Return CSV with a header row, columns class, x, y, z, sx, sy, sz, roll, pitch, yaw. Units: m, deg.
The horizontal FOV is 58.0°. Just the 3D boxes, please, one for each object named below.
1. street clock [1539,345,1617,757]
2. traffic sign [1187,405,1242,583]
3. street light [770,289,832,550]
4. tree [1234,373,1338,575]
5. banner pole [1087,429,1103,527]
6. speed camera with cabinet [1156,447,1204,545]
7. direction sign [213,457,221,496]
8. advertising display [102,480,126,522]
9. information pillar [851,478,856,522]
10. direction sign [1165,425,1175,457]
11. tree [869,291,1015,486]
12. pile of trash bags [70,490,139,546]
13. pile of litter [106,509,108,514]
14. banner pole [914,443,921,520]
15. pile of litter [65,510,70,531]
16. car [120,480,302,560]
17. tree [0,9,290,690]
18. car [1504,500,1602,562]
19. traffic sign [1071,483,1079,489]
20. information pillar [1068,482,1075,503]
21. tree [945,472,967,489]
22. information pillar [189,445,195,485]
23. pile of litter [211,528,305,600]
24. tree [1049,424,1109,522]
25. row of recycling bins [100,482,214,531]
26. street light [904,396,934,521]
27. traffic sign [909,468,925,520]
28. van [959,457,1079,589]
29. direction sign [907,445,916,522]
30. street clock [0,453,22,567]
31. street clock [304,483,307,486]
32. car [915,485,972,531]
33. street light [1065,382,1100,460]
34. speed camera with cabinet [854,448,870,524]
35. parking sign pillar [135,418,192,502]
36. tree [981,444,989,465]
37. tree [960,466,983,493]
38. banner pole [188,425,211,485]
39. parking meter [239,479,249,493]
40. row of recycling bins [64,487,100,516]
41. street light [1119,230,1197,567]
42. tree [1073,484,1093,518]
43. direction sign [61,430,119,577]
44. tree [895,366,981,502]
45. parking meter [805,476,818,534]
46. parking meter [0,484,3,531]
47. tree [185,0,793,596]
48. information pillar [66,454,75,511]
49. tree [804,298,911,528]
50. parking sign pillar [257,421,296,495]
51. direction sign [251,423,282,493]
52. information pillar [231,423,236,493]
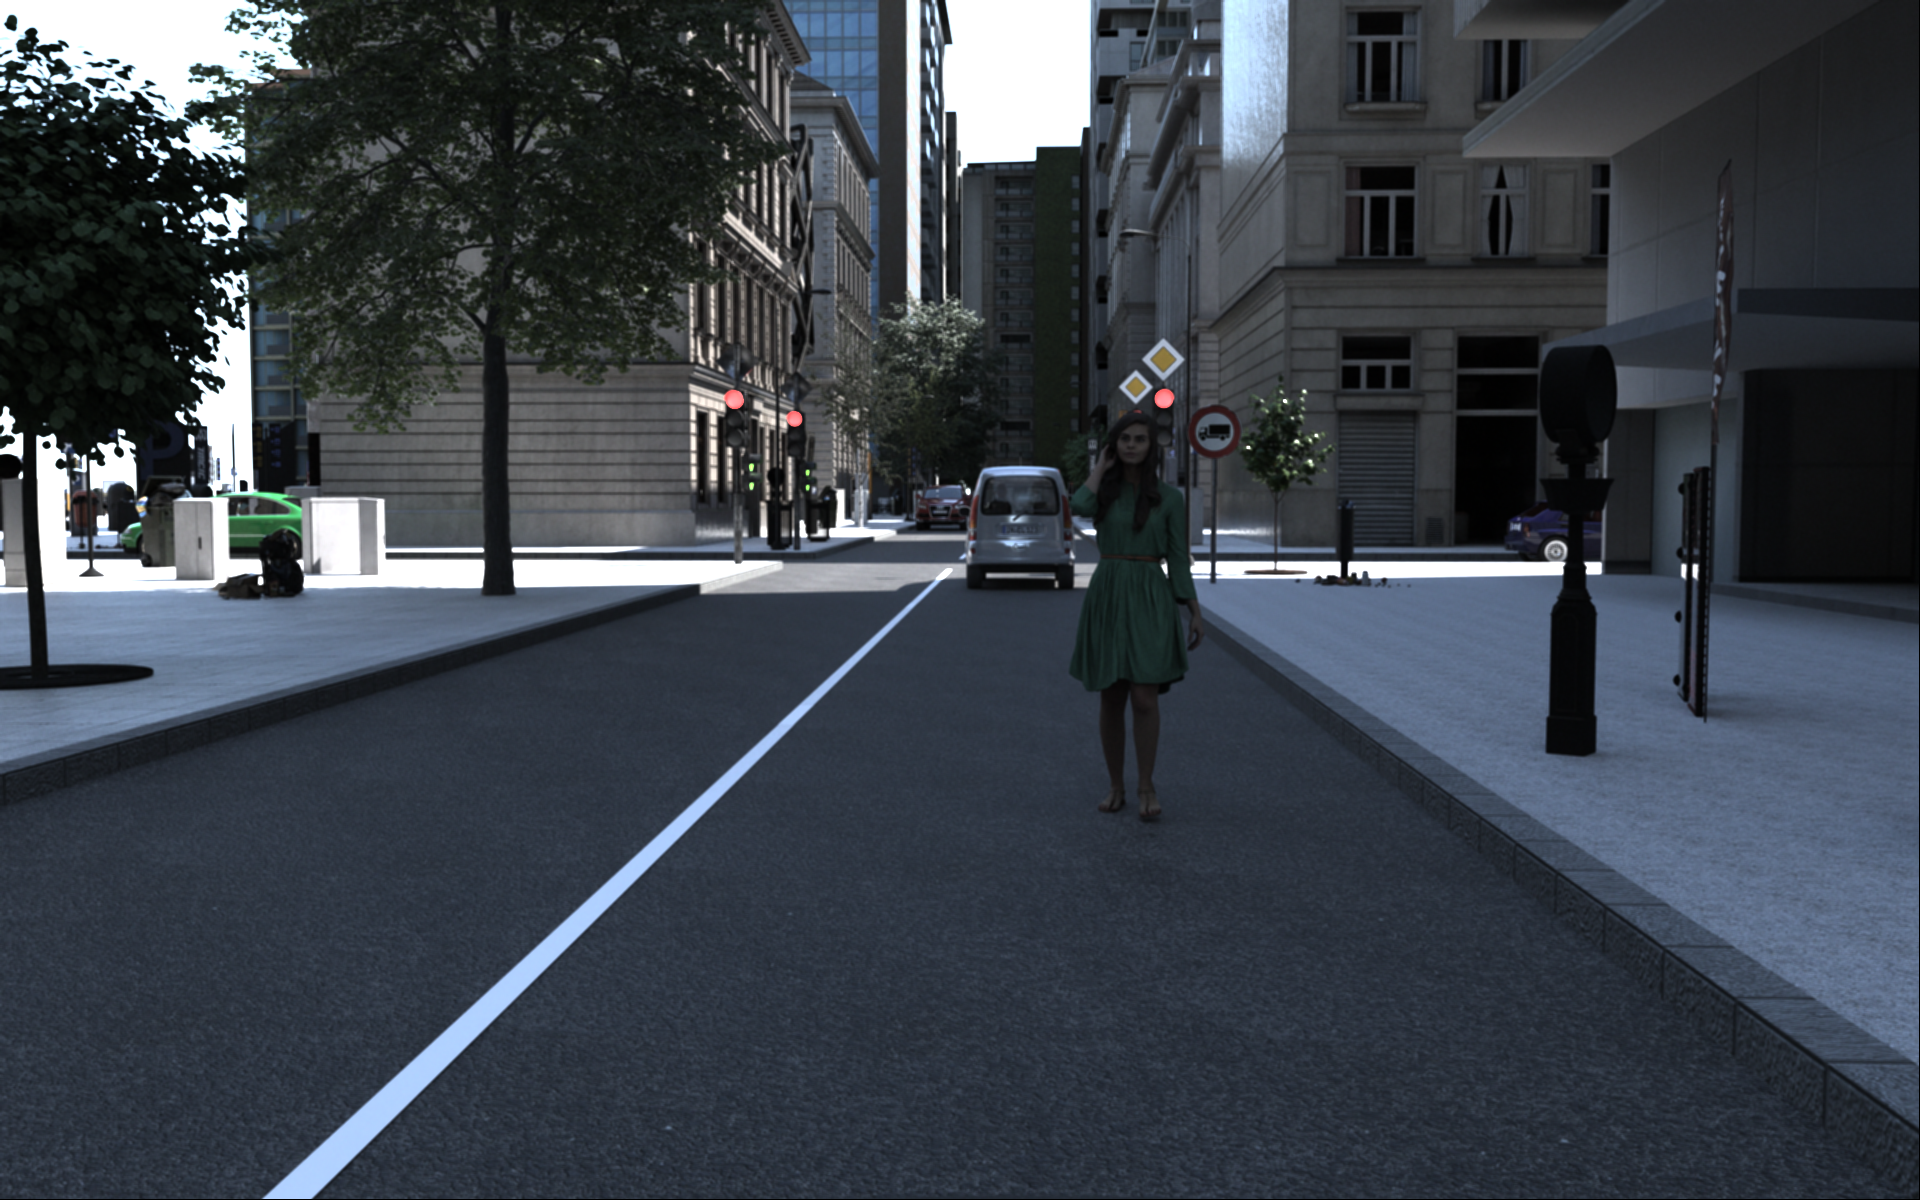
class,x,y,z,sx,sy,sz,roll,pitch,yaw
street clock,3.028,-0.242,8.524,0.358,2.002,0.471,3,4,38
traffic sign,3.642,-1.513,24.839,0.768,2.556,0.104,0,4,7
street light,-3.606,-4.087,39.360,1.470,5.913,1.316,0,4,2
tree,5.212,-2.029,27.771,1.663,3.219,1.824,0,3,0
banner pole,5.247,-4.699,66.841,0.863,3.779,0.401,-2,4,-31
speed camera with cabinet,5.355,-2.988,43.185,0.660,3.252,2.038,3,4,36
direction sign,-45.212,-6.925,105.217,0.379,3.537,0.876,1,4,22
advertising display,-38.320,-4.481,78.479,0.974,1.923,0.123,-1,4,-21
information pillar,-4.855,-4.661,80.694,0.304,2.012,0.304,2,4,24
direction sign,6.748,-3.932,56.292,0.379,3.537,0.876,3,4,36
tree,-1.632,-12.402,109.435,9.857,13.997,8.962,0,3,0
pile of trash bags,-20.438,-2.055,43.348,3.447,1.369,1.912,0,4,-5
pile of litter,-54.571,-5.905,110.508,1.176,0.858,1.719,-1,4,-9
banner pole,-2.069,-5.863,85.876,0.401,3.779,0.863,1,4,16
pile of litter,-31.622,-2.899,61.365,1.176,0.858,1.719,-2,4,-33
car,-15.232,-1.696,36.533,4.718,1.807,1.959,0,4,2
tree,-6.347,-1.728,11.971,4.285,4.588,4.351,0,3,0
car,13.065,-1.359,34.795,3.894,1.354,1.945,0,4,3
traffic sign,6.837,-6.131,100.247,0.884,2.594,0.081,1,4,9
information pillar,6.902,-6.279,107.160,0.304,2.012,0.304,3,4,36
tree,-0.415,-9.195,144.943,1.663,3.219,1.824,0,3,0
information pillar,-36.565,-5.587,82.698,0.504,3.616,0.183,1,4,13
pile of litter,-8.853,-0.478,21.784,1.176,0.858,1.719,0,4,4
tree,6.452,-6.150,84.263,4.285,4.588,4.351,0,3,0
row of recycling bins,-28.381,-3.328,61.519,3.534,1.692,1.069,-3,5,-43
street light,-1.937,-6.690,81.929,1.470,5.913,1.316,0,4,2
traffic sign,-2.138,-5.155,84.287,0.884,2.594,0.081,0,4,6
van,0.965,-1.261,27.630,2.013,2.044,4.112,0,4,2
direction sign,-2.257,-5.434,80.835,0.379,3.537,0.876,-2,4,-26
street clock,-16.830,-1.593,30.617,0.471,2.002,0.358,-3,4,-38
street clock,-41.631,-6.479,110.503,0.471,2.002,0.358,3,5,39
car,-0.607,-3.726,69.599,2.281,1.827,5.304,0,4,4
street light,5.221,-6.059,71.606,1.470,5.913,1.316,0,4,2
speed camera with cabinet,-4.212,-4.887,74.246,0.660,3.252,2.038,0,4,-1
parking sign pillar,-21.021,-3.499,45.687,1.447,3.967,1.447,-2,4,-33
tree,1.047,-13.489,170.909,4.737,8.622,4.395,0,3,0
tree,1.572,-12.155,182.445,4.285,4.588,4.351,0,3,0
banner pole,-24.319,-3.985,55.168,0.863,3.779,0.401,-3,5,-41
parking meter,-28.308,-3.840,68.493,0.255,1.863,0.399,0,4,-1
row of recycling bins,-51.142,-5.694,100.215,3.534,1.692,1.069,0,4,6
street light,3.495,-3.551,30.607,1.470,5.913,1.316,0,4,2
tree,6.651,-5.960,92.042,1.663,3.219,1.824,0,3,0
direction sign,-13.445,-2.123,26.705,0.876,3.537,0.379,-1,4,-21
tree,-1.979,-9.203,100.837,4.737,8.622,4.395,0,3,0
parking meter,-4.779,-3.059,55.723,0.255,1.863,0.399,3,4,36
parking meter,-33.211,-3.329,60.134,0.255,1.863,0.399,-1,4,-13
tree,-5.485,-6.329,21.605,7.486,12.596,7.792,0,3,0
information pillar,-41.740,-5.504,81.349,0.183,3.616,0.504,1,4,15
tree,-3.710,-6.975,64.403,4.360,8.622,3.978,0,3,0
parking sign pillar,-24.897,-4.562,63.061,1.447,3.967,1.447,-2,4,-27
direction sign,-22.136,-3.874,55.338,0.876,3.537,0.379,-2,4,-24
information pillar,-23.738,-3.993,56.645,0.183,3.616,0.504,-1,4,-20
